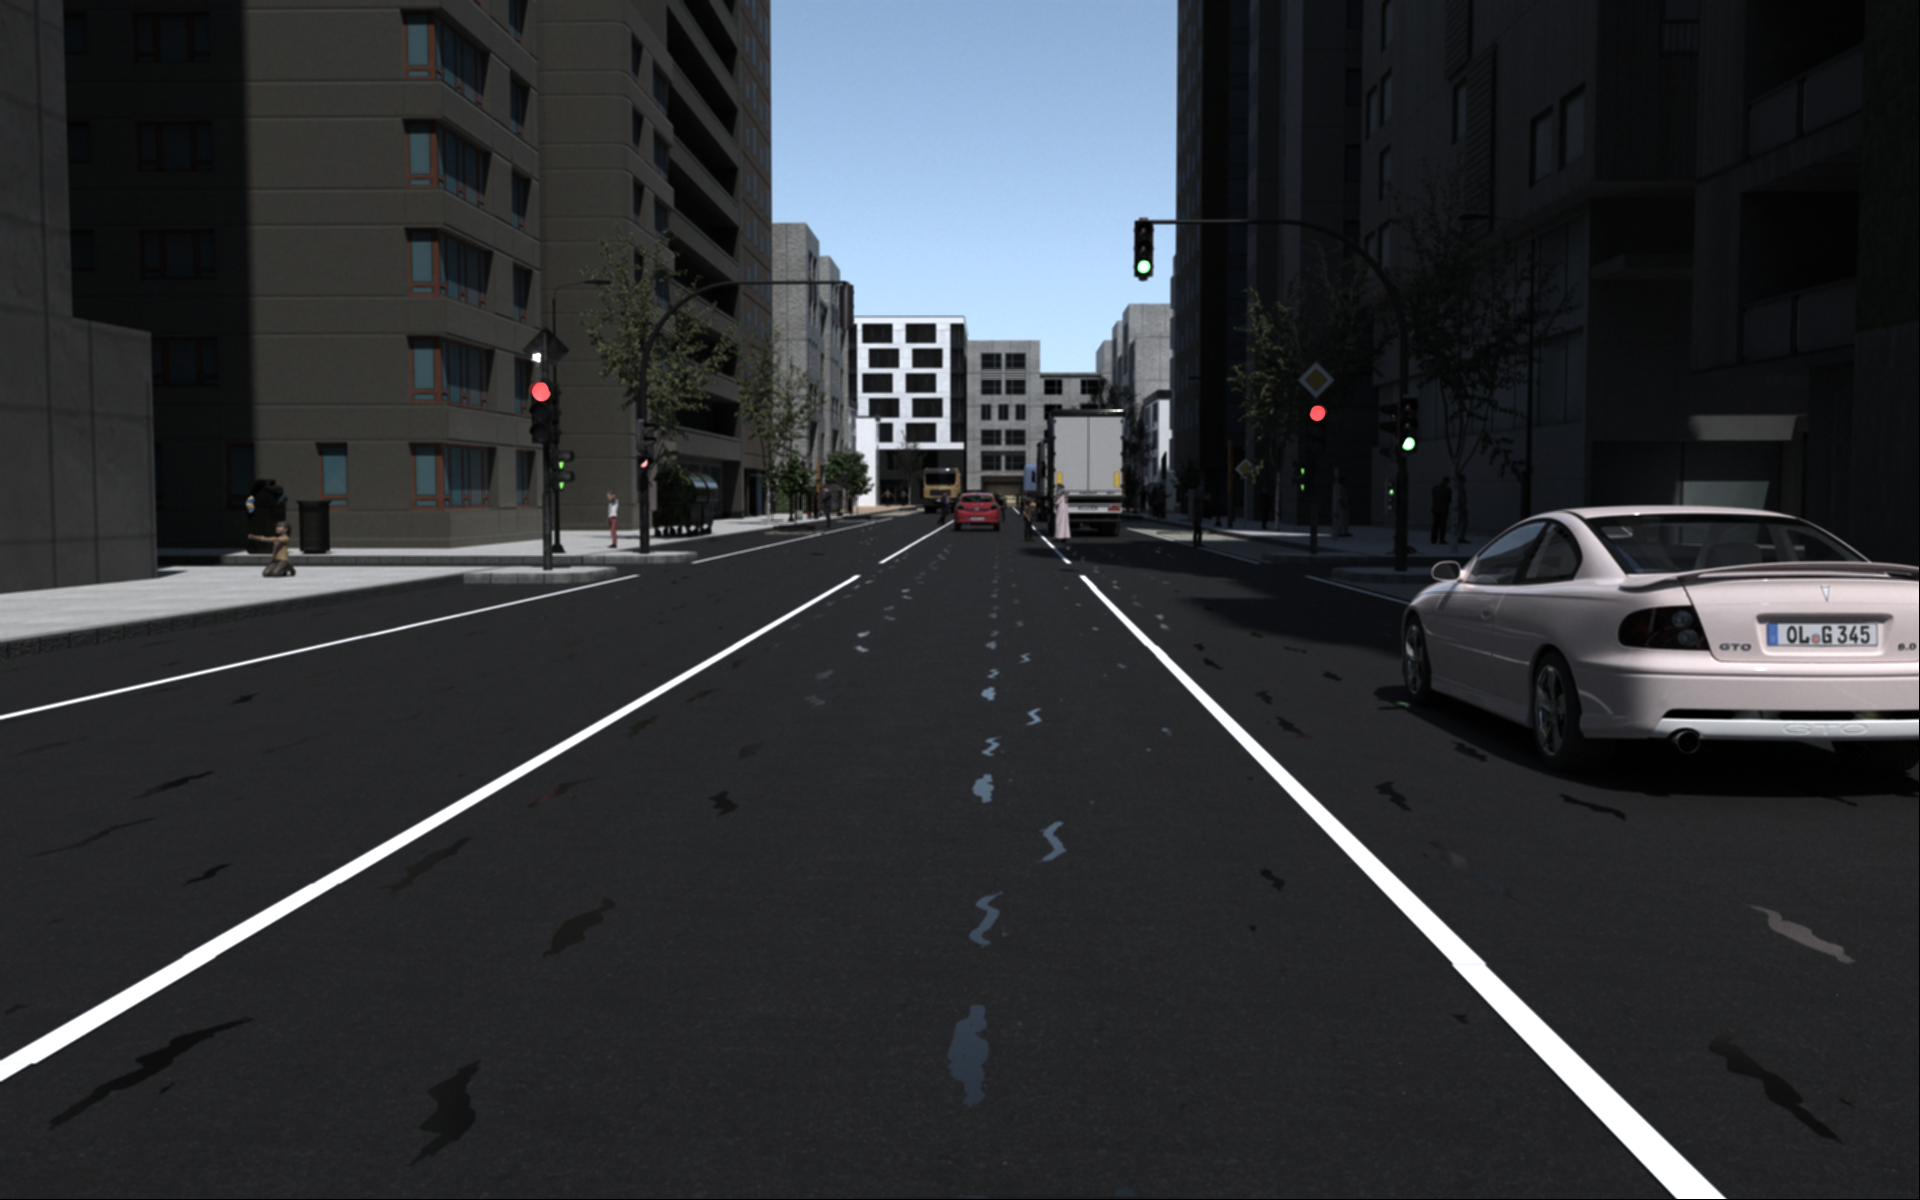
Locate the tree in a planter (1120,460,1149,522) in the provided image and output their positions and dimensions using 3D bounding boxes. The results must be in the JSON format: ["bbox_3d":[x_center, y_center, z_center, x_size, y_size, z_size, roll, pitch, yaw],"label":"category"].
[{"bbox_3d":[8.762,-5.679,90.079,1.991,3.239,1.994,0,4,1],"label":"tree in a planter"}]

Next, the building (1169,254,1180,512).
[{"bbox_3d":[22.723,-16.090,119.494,16.016,20.091,11.380,0,4,1],"label":"building"}]

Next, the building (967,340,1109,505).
[{"bbox_3d":[16.704,-20.853,207.402,31.486,18.905,16.747,0,4,1],"label":"building"}]

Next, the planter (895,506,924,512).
[{"bbox_3d":[-4.139,-7.207,138.975,1.991,0.319,1.994,0,4,1],"label":"planter"}]

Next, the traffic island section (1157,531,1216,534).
[{"bbox_3d":[8.134,-2.426,62.531,1.991,0.108,1.994,0,4,1],"label":"traffic island section"}]

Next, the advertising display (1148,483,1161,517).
[{"bbox_3d":[10.977,-5.635,97.341,0.123,1.923,0.974,-3,4,-39],"label":"advertising display"}]

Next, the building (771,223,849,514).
[{"bbox_3d":[-18.036,-16.063,129.088,16.747,18.905,31.486,0,4,1],"label":"building"}]

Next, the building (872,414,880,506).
[{"bbox_3d":[-22.680,-14.679,182.148,28.070,9.664,9.099,0,4,1],"label":"building"}]

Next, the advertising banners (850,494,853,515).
[{"bbox_3d":[-6.664,-6.771,106.890,0.090,3.025,2.074,0,4,1],"label":"advertising banners"}]

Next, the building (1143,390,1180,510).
[{"bbox_3d":[20.429,-12.074,139.559,9.099,9.664,28.070,0,4,1],"label":"building"}]

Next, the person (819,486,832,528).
[{"bbox_3d":[-5.713,-3.940,73.372,0.568,1.767,0.683,-1,4,-16],"label":"person"}]

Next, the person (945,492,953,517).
[{"bbox_3d":[-0.814,-6.086,109.968,0.435,1.587,0.963,3,4,38],"label":"person"}]

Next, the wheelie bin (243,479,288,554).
[{"bbox_3d":[-14.824,-1.784,37.081,0.693,1.594,0.980,1,4,14],"label":"wheelie bin"}]

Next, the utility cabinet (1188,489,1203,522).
[{"bbox_3d":[10.675,-4.271,78.514,0.318,1.500,1.173,2,4,28],"label":"utility cabinet"}]

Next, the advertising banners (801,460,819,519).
[{"bbox_3d":[-7.768,-5.702,89.418,0.090,3.025,2.074,-2,4,-29],"label":"advertising banners"}]

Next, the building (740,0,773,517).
[{"bbox_3d":[-18.424,-27.354,97.354,14.600,45.320,14.200,0,4,1],"label":"building"}]

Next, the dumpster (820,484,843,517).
[{"bbox_3d":[-7.381,-5.697,98.912,1.264,1.857,1.865,0,4,1],"label":"dumpster"}]

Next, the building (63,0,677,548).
[{"bbox_3d":[-25.524,-12.836,54.913,27.650,21.520,28.899,0,4,1],"label":"building"}]

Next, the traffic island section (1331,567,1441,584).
[{"bbox_3d":[7.366,-0.404,28.893,2.009,0.180,2.903,0,4,1],"label":"traffic island section"}]

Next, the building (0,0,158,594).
[{"bbox_3d":[-22.753,-35.230,14.262,20.611,71.187,20.563,0,4,1],"label":"building"}]

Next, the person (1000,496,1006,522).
[{"bbox_3d":[2.200,-4.703,89.311,0.340,1.345,0.435,-1,4,-23],"label":"person"}]

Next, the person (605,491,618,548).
[{"bbox_3d":[-8.311,-1.922,41.376,0.340,1.345,0.435,-3,5,-45],"label":"person"}]

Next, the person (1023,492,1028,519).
[{"bbox_3d":[3.714,-5.291,97.069,0.319,1.574,0.516,0,4,-3],"label":"person"}]

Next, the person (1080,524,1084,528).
[{"bbox_3d":[5.252,-3.819,74.133,0.628,1.438,0.799,-1,4,-12],"label":"person"}]

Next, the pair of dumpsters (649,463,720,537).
[{"bbox_3d":[-8.504,-3.108,53.302,1.574,2.255,4.437,0,4,1],"label":"pair of dumpsters"}]

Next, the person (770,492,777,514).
[{"bbox_3d":[-11.963,-6.277,109.200,0.617,1.759,0.750,2,4,30],"label":"person"}]

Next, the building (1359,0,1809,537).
[{"bbox_3d":[28.182,-28.351,52.779,27.495,52.752,28.713,0,4,1],"label":"building"}]

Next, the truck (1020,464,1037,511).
[{"bbox_3d":[6.848,-9.843,150.686,2.967,4.110,18.799,0,4,1],"label":"truck"}]

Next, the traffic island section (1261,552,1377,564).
[{"bbox_3d":[7.549,-0.893,36.876,2.009,0.180,2.903,0,4,1],"label":"traffic island section"}]

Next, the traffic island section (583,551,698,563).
[{"bbox_3d":[-6.789,-0.913,37.208,2.009,0.180,2.903,0,4,1],"label":"traffic island section"}]

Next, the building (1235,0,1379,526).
[{"bbox_3d":[24.467,-33.038,82.168,21.231,58.520,28.212,0,4,1],"label":"building"}]

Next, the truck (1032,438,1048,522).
[{"bbox_3d":[5.454,-6.361,92.917,2.839,4.237,11.283,0,3,0],"label":"truck"}]

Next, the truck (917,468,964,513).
[{"bbox_3d":[-1.343,-8.248,130.776,3.469,3.379,9.791,0,4,1],"label":"truck"}]

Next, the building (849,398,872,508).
[{"bbox_3d":[-13.953,-13.306,159.703,9.099,9.664,28.070,0,4,1],"label":"building"}]

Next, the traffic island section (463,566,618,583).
[{"bbox_3d":[-6.971,-0.425,29.225,2.009,0.180,2.903,0,4,1],"label":"traffic island section"}]

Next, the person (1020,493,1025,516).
[{"bbox_3d":[4.140,-6.125,110.859,0.590,1.554,0.614,3,5,40],"label":"person"}]

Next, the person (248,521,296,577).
[{"bbox_3d":[-10.616,-0.784,26.783,0.347,0.859,0.695,2,4,26],"label":"person"}]

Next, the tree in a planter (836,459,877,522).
[{"bbox_3d":[-5.283,-5.608,88.915,1.991,3.239,1.994,0,4,1],"label":"tree in a planter"}]

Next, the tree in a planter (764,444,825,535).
[{"bbox_3d":[-5.895,-3.961,61.979,1.991,3.239,1.994,0,4,1],"label":"tree in a planter"}]

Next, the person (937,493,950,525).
[{"bbox_3d":[-0.709,-4.237,80.477,0.600,1.496,0.574,1,4,18],"label":"person"}]

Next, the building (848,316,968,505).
[{"bbox_3d":[-15.497,-22.567,212.937,32.646,21.610,27.936,0,4,1],"label":"building"}]

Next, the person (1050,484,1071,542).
[{"bbox_3d":[2.973,-2.578,51.316,0.621,1.740,0.551,0,4,7],"label":"person"}]

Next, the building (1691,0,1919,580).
[{"bbox_3d":[15.975,-20.435,17.710,14.154,41.232,14.086,0,4,1],"label":"building"}]

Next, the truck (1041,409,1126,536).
[{"bbox_3d":[4.413,-4.512,62.677,2.839,4.237,11.283,0,4,2],"label":"truck"}]

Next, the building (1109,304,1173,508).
[{"bbox_3d":[24.230,-18.520,169.260,16.747,18.905,31.486,0,4,1],"label":"building"}]

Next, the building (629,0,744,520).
[{"bbox_3d":[-22.210,-27.861,79.221,21.300,48.544,21.600,0,4,1],"label":"building"}]

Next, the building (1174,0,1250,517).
[{"bbox_3d":[20.643,-27.760,103.982,14.600,45.320,14.200,0,4,1],"label":"building"}]

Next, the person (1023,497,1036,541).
[{"bbox_3d":[2.110,-2.452,52.499,0.340,1.345,0.435,1,4,9],"label":"person"}]

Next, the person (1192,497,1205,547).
[{"bbox_3d":[6.420,-2.087,46.530,0.340,1.345,0.435,1,4,10],"label":"person"}]
